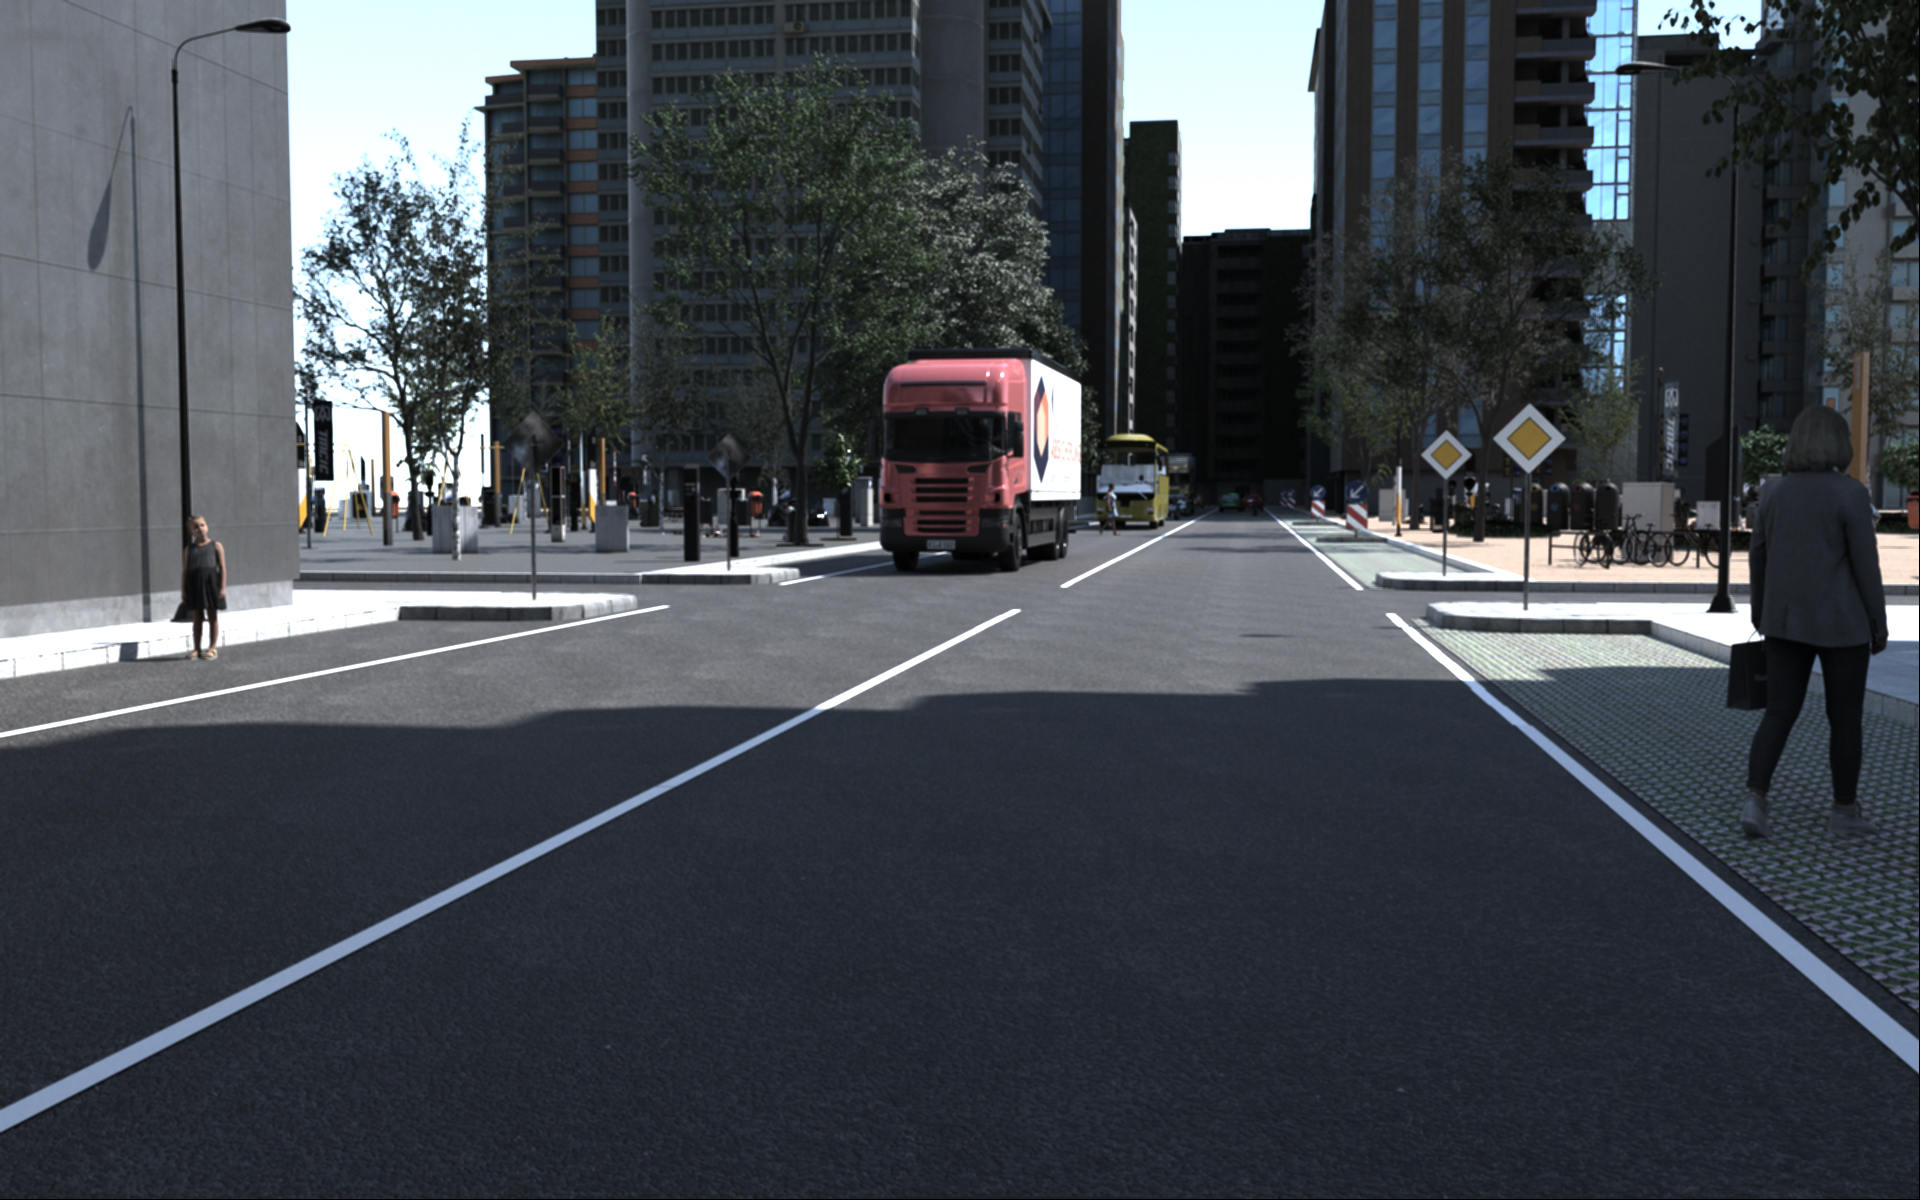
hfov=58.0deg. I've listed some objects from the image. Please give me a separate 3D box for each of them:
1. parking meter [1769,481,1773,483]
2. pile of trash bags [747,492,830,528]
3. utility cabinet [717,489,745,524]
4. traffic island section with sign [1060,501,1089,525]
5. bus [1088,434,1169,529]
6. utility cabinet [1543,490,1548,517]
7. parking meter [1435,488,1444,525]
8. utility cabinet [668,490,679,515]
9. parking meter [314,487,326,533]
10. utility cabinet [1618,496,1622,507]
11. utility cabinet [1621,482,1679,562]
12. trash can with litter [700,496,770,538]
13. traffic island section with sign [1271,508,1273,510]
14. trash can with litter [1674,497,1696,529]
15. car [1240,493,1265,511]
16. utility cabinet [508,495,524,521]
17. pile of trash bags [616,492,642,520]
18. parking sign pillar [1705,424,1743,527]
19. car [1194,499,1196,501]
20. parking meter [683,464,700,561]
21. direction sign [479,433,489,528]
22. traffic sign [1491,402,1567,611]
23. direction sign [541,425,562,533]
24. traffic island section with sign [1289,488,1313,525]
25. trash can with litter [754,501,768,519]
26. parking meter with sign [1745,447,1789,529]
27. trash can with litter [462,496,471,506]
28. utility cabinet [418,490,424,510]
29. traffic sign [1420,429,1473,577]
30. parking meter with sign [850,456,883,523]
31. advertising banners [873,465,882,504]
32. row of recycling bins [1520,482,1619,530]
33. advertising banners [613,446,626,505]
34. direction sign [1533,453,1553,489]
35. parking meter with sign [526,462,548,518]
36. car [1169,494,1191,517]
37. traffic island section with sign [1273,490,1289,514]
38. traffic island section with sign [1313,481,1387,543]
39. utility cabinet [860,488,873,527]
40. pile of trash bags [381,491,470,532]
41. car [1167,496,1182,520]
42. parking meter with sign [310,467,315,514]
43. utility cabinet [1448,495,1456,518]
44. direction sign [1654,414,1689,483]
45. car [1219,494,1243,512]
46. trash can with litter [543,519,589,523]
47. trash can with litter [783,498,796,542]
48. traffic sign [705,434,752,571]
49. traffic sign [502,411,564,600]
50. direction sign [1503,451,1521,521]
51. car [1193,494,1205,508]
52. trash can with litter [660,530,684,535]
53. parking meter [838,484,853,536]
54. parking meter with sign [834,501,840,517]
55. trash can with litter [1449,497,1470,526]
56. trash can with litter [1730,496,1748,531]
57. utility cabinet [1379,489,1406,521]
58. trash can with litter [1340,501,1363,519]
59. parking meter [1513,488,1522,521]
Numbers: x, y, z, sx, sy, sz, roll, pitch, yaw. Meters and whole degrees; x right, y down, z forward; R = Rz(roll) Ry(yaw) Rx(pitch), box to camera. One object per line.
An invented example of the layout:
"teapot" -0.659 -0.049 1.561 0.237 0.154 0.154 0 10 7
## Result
"parking meter" 15.862 -1.539 33.577 0.372 1.533 0.369 0 3 0
"pile of trash bags" -6.838 -3.523 67.352 1.912 1.369 3.447 3 5 44
"utility cabinet" -9.656 -3.939 73.081 1.173 1.500 0.318 1 4 21
"traffic island section with sign" 4.943 -4.365 79.998 1.989 1.847 2.006 1 4 9
"bus" 7.460 -5.059 74.260 2.896 3.916 12.252 1 4 9
"utility cabinet" 32.052 -5.191 93.559 1.173 1.500 0.318 2 4 34
"parking meter" 19.868 -3.873 71.729 0.372 1.533 0.369 0 3 0
"utility cabinet" -17.308 -5.874 104.717 0.318 1.500 1.173 1 4 10
"parking meter" -21.403 -3.028 57.912 0.372 1.533 0.369 0 3 0
"utility cabinet" 28.723 -3.943 75.636 1.020 1.237 0.306 3 4 39
"utility cabinet" 13.055 -1.479 32.857 0.318 1.500 1.173 -1 4 -14
"trash can with litter" -6.847 -2.476 51.532 2.233 1.210 1.678 0 4 3
"traffic island section with sign" 28.717 -8.916 154.404 1.989 1.847 2.006 1 4 9
"trash can with litter" 26.835 -3.214 63.928 1.055 1.170 0.624 0 4 -4
"car" 25.056 -8.515 148.262 2.155 1.783 4.494 1 4 10
"utility cabinet" -21.400 -4.423 83.484 0.306 1.237 1.020 -3 5 -41
"pile of trash bags" -16.300 -4.706 86.703 1.912 1.369 3.447 -1 4 -17
"parking sign pillar" 29.817 -4.840 67.612 1.447 3.967 1.447 -3 4 -37
"car" 17.605 -7.630 137.113 2.083 1.381 4.827 1 4 9
"parking meter" -5.118 -1.673 33.058 0.255 1.863 0.399 0 4 1
"direction sign" -17.853 -4.454 64.827 0.379 3.537 0.876 -1 4 -8
"traffic sign" 6.230 -0.941 19.020 0.795 2.450 0.064 1 4 9
"direction sign" -13.430 -3.952 56.616 0.876 3.537 0.379 0 4 1
"traffic island section with sign" 16.286 -4.334 79.492 1.989 1.847 2.006 1 4 9
"trash can with litter" -10.092 -4.734 88.785 1.055 1.170 0.624 1 4 12
"parking meter with sign" 30.007 -4.157 64.227 1.738 3.016 0.543 -1 4 -18
"trash can with litter" -25.968 -4.805 89.621 2.233 1.210 1.678 -2 4 -34
"utility cabinet" -31.754 -5.694 101.770 0.318 1.500 1.173 0 4 -6
"traffic sign" 7.536 -1.422 26.898 0.795 2.450 0.064 1 4 9
"parking meter with sign" -4.251 -4.900 76.373 1.738 3.016 0.543 2 4 24
"advertising banners" -5.196 -6.572 103.642 2.074 3.025 0.090 3 5 42
"row of recycling bins" 21.896 -3.373 62.259 3.534 1.692 1.069 3 5 39
"advertising banners" -12.633 -4.160 64.209 0.090 3.025 2.074 0 4 0
"direction sign" 23.837 -4.825 70.882 0.379 3.537 0.876 -3 4 -39
"parking meter with sign" -23.091 -5.968 93.842 1.738 3.016 0.543 3 4 36
"car" 13.750 -6.050 110.722 2.131 1.459 4.920 1 4 11
"traffic island section with sign" 24.242 -7.267 127.444 1.989 1.847 2.006 1 4 9
"traffic island section with sign" 11.653 -2.626 51.564 1.989 1.847 2.006 1 4 9
"utility cabinet" -3.665 -3.622 67.893 0.318 1.500 1.173 0 4 7
"pile of trash bags" -18.455 -3.051 59.638 1.912 1.369 3.447 2 4 30
"car" 11.255 -5.078 95.604 1.945 1.354 3.894 1 4 8
"parking meter with sign" -41.646 -6.952 109.930 1.738 3.016 0.543 2 4 32
"utility cabinet" 26.112 -4.944 91.988 0.306 1.237 1.020 1 4 8
"direction sign" 20.113 -3.488 49.029 0.876 3.537 0.379 2 4 26
"car" 21.801 -7.985 139.350 1.959 1.807 4.718 1 4 11
"trash can with litter" -17.823 -4.113 78.298 2.233 1.210 1.678 1 4 15
"trash can with litter" -4.473 -2.118 46.013 0.624 1.170 1.055 -2 4 -24
"traffic sign" -3.850 -1.539 28.800 0.795 2.450 0.064 1 4 9
"traffic sign" -5.156 -1.057 20.922 0.795 2.450 0.064 1 4 9
"direction sign" 25.250 -5.337 79.254 0.876 3.537 0.379 3 5 44
"car" 23.943 -10.153 176.225 2.015 1.641 3.980 1 4 10
"trash can with litter" -8.424 -2.690 55.035 2.233 1.210 1.678 1 4 17
"parking meter" -3.490 -2.880 52.795 0.399 1.863 0.255 0 4 8
"parking meter with sign" -6.351 -6.298 99.235 1.738 3.016 0.543 -2 4 -24
"trash can with litter" 17.920 -3.144 62.795 1.055 1.170 0.624 1 4 14
"trash can with litter" 25.964 -2.845 57.575 1.678 1.210 2.233 2 4 35
"utility cabinet" 20.027 -4.380 80.284 1.173 1.500 0.318 1 4 10
"trash can with litter" 19.778 -4.661 87.600 1.055 1.170 0.624 0 4 -7
"parking meter" 23.332 -3.916 72.443 0.372 1.533 0.369 0 3 0
